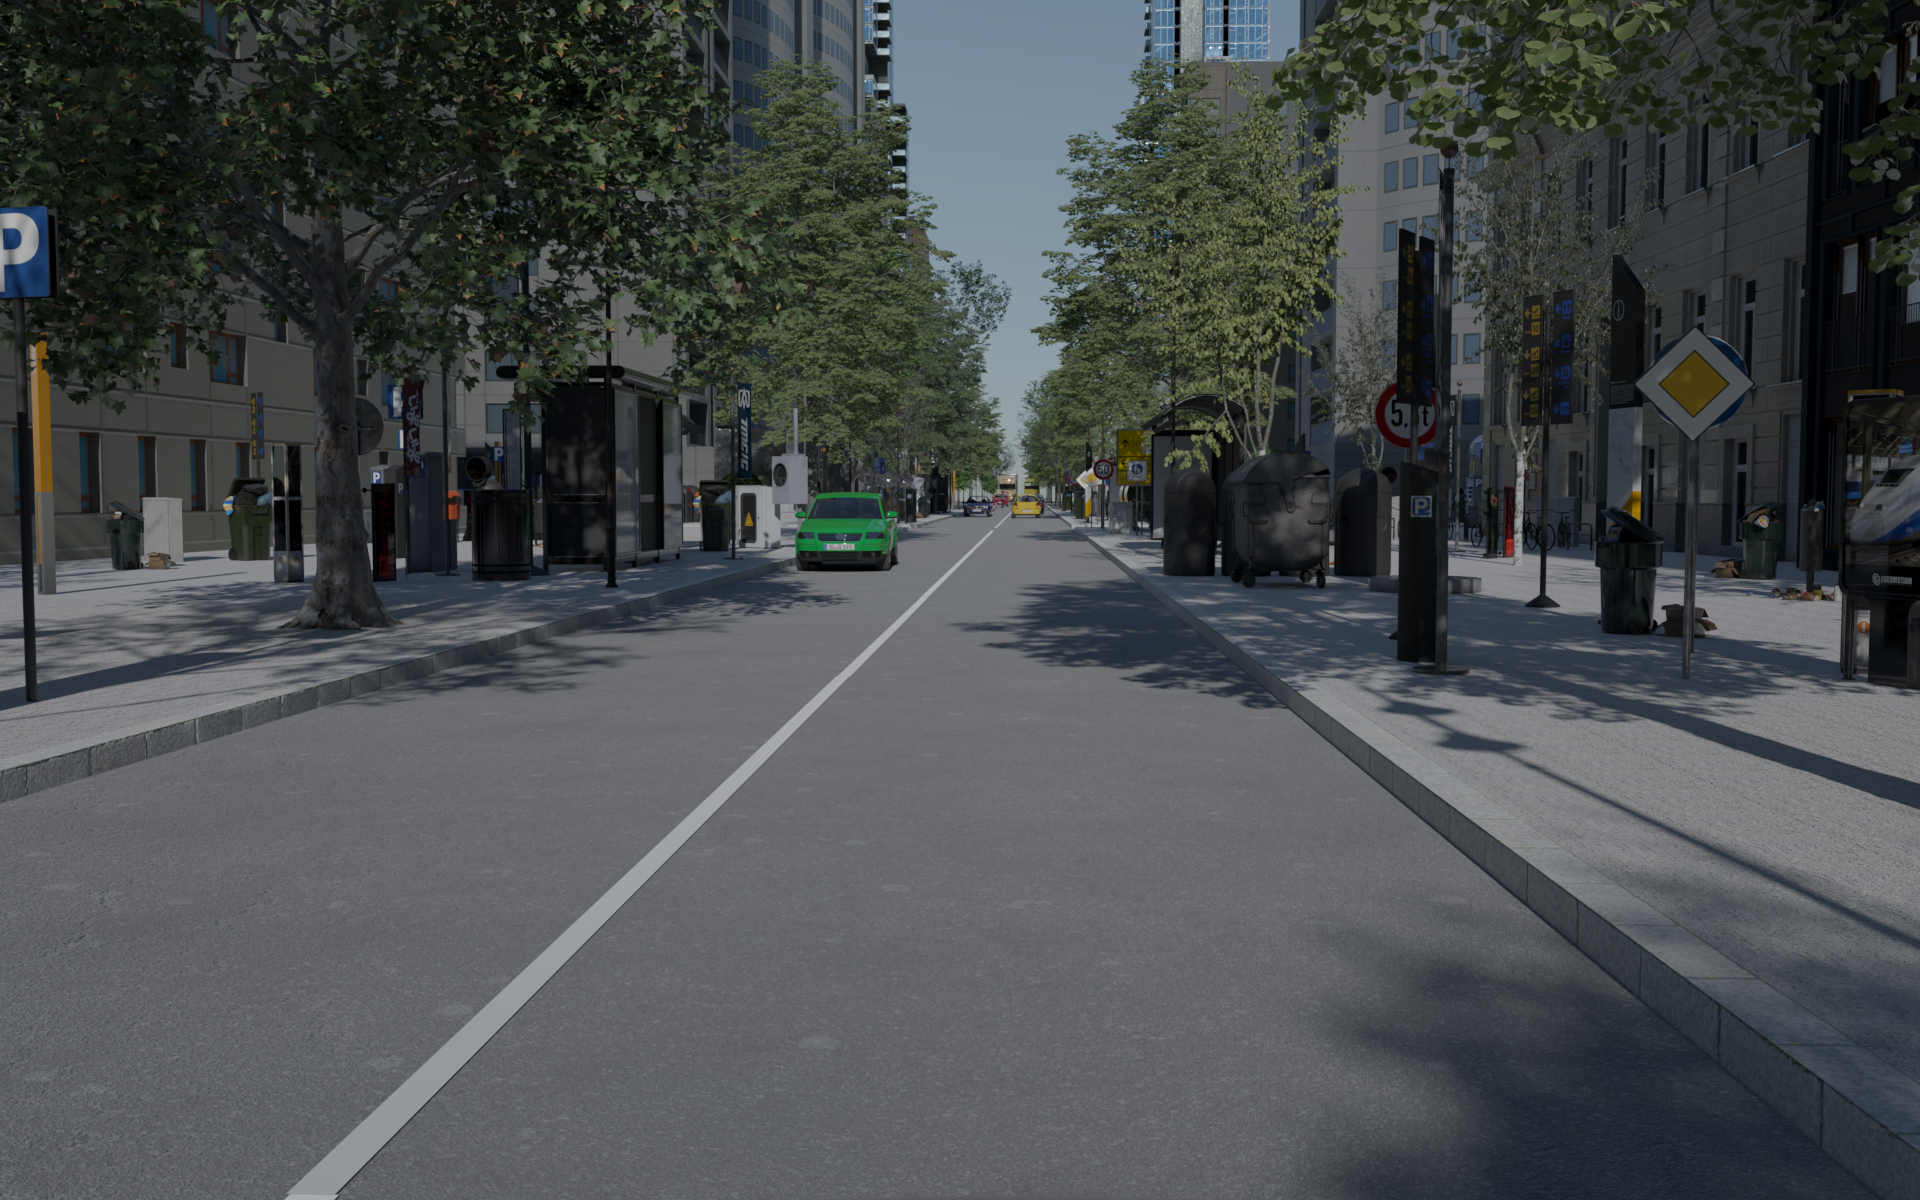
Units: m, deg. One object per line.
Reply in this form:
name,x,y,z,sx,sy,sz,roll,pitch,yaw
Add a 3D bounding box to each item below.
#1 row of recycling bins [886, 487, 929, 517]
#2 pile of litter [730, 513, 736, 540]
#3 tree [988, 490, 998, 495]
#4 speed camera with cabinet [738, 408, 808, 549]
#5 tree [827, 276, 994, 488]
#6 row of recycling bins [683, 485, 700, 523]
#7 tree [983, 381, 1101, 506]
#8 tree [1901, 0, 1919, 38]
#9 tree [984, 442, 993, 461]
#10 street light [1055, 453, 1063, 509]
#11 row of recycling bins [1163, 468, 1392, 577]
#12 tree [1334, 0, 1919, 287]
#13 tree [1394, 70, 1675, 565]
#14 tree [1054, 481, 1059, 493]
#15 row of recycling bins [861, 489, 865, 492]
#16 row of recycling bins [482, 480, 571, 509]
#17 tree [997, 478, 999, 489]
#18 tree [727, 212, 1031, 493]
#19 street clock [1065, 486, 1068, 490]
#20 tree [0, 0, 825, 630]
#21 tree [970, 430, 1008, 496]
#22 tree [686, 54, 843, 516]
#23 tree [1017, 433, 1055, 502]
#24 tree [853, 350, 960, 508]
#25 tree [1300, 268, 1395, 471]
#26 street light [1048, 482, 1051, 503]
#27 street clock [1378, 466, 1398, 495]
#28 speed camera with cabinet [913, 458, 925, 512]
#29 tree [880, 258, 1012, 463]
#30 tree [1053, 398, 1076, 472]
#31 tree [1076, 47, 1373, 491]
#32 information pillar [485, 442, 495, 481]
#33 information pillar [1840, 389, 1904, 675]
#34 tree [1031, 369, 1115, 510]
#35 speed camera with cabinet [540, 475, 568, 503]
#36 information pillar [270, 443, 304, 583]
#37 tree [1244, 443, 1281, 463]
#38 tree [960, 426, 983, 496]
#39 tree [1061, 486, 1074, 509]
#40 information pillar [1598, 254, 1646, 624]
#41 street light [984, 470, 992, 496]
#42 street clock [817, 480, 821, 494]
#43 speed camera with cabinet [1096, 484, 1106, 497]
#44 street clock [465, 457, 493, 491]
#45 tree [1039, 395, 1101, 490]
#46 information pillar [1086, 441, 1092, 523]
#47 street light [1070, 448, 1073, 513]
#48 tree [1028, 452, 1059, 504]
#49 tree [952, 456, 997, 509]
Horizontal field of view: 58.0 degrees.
row of recycling bins,-3.301,-5.473,96.596,3.534,1.692,1.069,-3,4,-37
pile of litter,-6.345,-2.123,48.683,1.176,0.858,1.719,0,4,3
tree,5.265,-17.178,275.459,1.663,3.219,1.824,0,3,0
speed camera with cabinet,-4.392,-2.822,40.476,0.660,3.252,2.038,-3,5,-42
tree,-2.838,-11.869,100.720,9.857,13.997,8.962,0,3,0
row of recycling bins,-12.457,-4.262,76.800,1.069,1.692,3.534,1,4,11
tree,10.314,-16.515,180.397,12.009,13.543,11.850,0,3,0
tree,10.783,-3.961,15.117,4.360,8.622,3.978,0,3,0
tree,2.039,-15.546,204.544,4.360,8.622,3.978,0,3,0
street light,9.292,-11.477,160.429,0.468,5.910,1.993,0,4,2
row of recycling bins,4.978,-1.228,27.193,3.534,1.692,1.069,0,4,3
tree,3.709,-5.375,6.014,7.486,12.596,7.792,0,3,0
tree,10.297,-4.929,30.949,4.360,8.622,3.978,0,3,0
tree,12.691,-13.784,219.977,1.663,3.219,1.824,0,3,0
row of recycling bins,-6.545,-8.316,143.084,3.534,1.692,1.069,-1,4,-20
row of recycling bins,-12.389,-2.670,50.769,3.534,1.692,1.069,0,4,-3
tree,4.349,-16.630,255.605,4.285,4.588,4.351,0,3,0
tree,-4.520,-8.294,61.360,9.928,11.665,9.643,0,3,0
street clock,9.170,-8.727,147.254,0.471,2.002,0.358,-1,4,-12
tree,-6.108,-6.081,16.429,9.611,12.733,9.660,0,3,0
tree,2.630,-17.875,226.666,7.601,10.594,8.767,-1,4,-15
tree,-3.975,-7.815,45.898,7.486,12.596,7.792,0,3,0
tree,14.857,-23.639,293.151,9.857,13.997,8.962,0,3,0
tree,-2.970,-8.226,84.858,4.360,8.622,3.978,0,3,0
tree,13.130,-6.440,55.651,4.360,8.622,3.978,0,3,0
street light,11.927,-15.412,224.767,0.468,5.910,1.993,0,4,2
street clock,11.145,-2.485,45.204,0.471,2.002,0.358,0,4,-3
speed camera with cabinet,-2.273,-6.058,93.384,0.660,3.252,2.038,0,4,6
tree,-2.975,-16.749,129.739,12.611,20.169,13.585,0,3,0
tree,9.031,-11.060,131.197,4.737,8.622,4.395,0,3,0
tree,4.896,-4.807,28.961,4.737,8.622,4.395,0,3,0
information pillar,-21.136,-5.296,77.943,0.504,3.616,0.183,-3,5,-42
information pillar,6.506,-0.481,12.364,0.304,2.012,0.304,3,4,39
tree,8.756,-13.136,140.521,9.928,11.665,9.643,0,3,0
speed camera with cabinet,-19.287,-5.375,82.225,0.660,3.252,2.038,-3,4,-36
information pillar,-9.749,-1.261,25.112,0.304,2.012,0.304,2,4,25
tree,19.222,-7.625,108.374,4.285,4.588,4.351,0,3,0
tree,-0.872,-12.540,155.399,4.360,8.622,3.978,0,3,0
tree,10.132,-9.625,151.967,1.663,3.219,1.824,0,3,0
information pillar,6.428,-1.554,16.762,0.183,3.616,0.504,-1,4,-9
street light,3.703,-16.003,234.431,0.468,5.910,1.993,0,4,2
street clock,-7.561,-5.286,90.997,0.471,2.002,0.358,-1,4,-16
speed camera with cabinet,9.610,-8.067,126.237,2.038,3.252,0.660,1,4,9
street clock,-9.291,-1.770,33.516,0.471,2.002,0.358,1,4,17
tree,7.534,-9.849,111.397,4.360,8.622,3.978,0,3,0
information pillar,5.745,-5.253,77.235,0.183,3.616,0.504,2,4,32
street light,7.515,-8.790,116.508,0.468,5.910,1.993,0,4,2
tree,13.268,-18.383,234.978,8.767,10.594,7.601,-1,4,-17
tree,-0.111,-9.872,145.118,4.285,4.588,4.351,0,3,0
